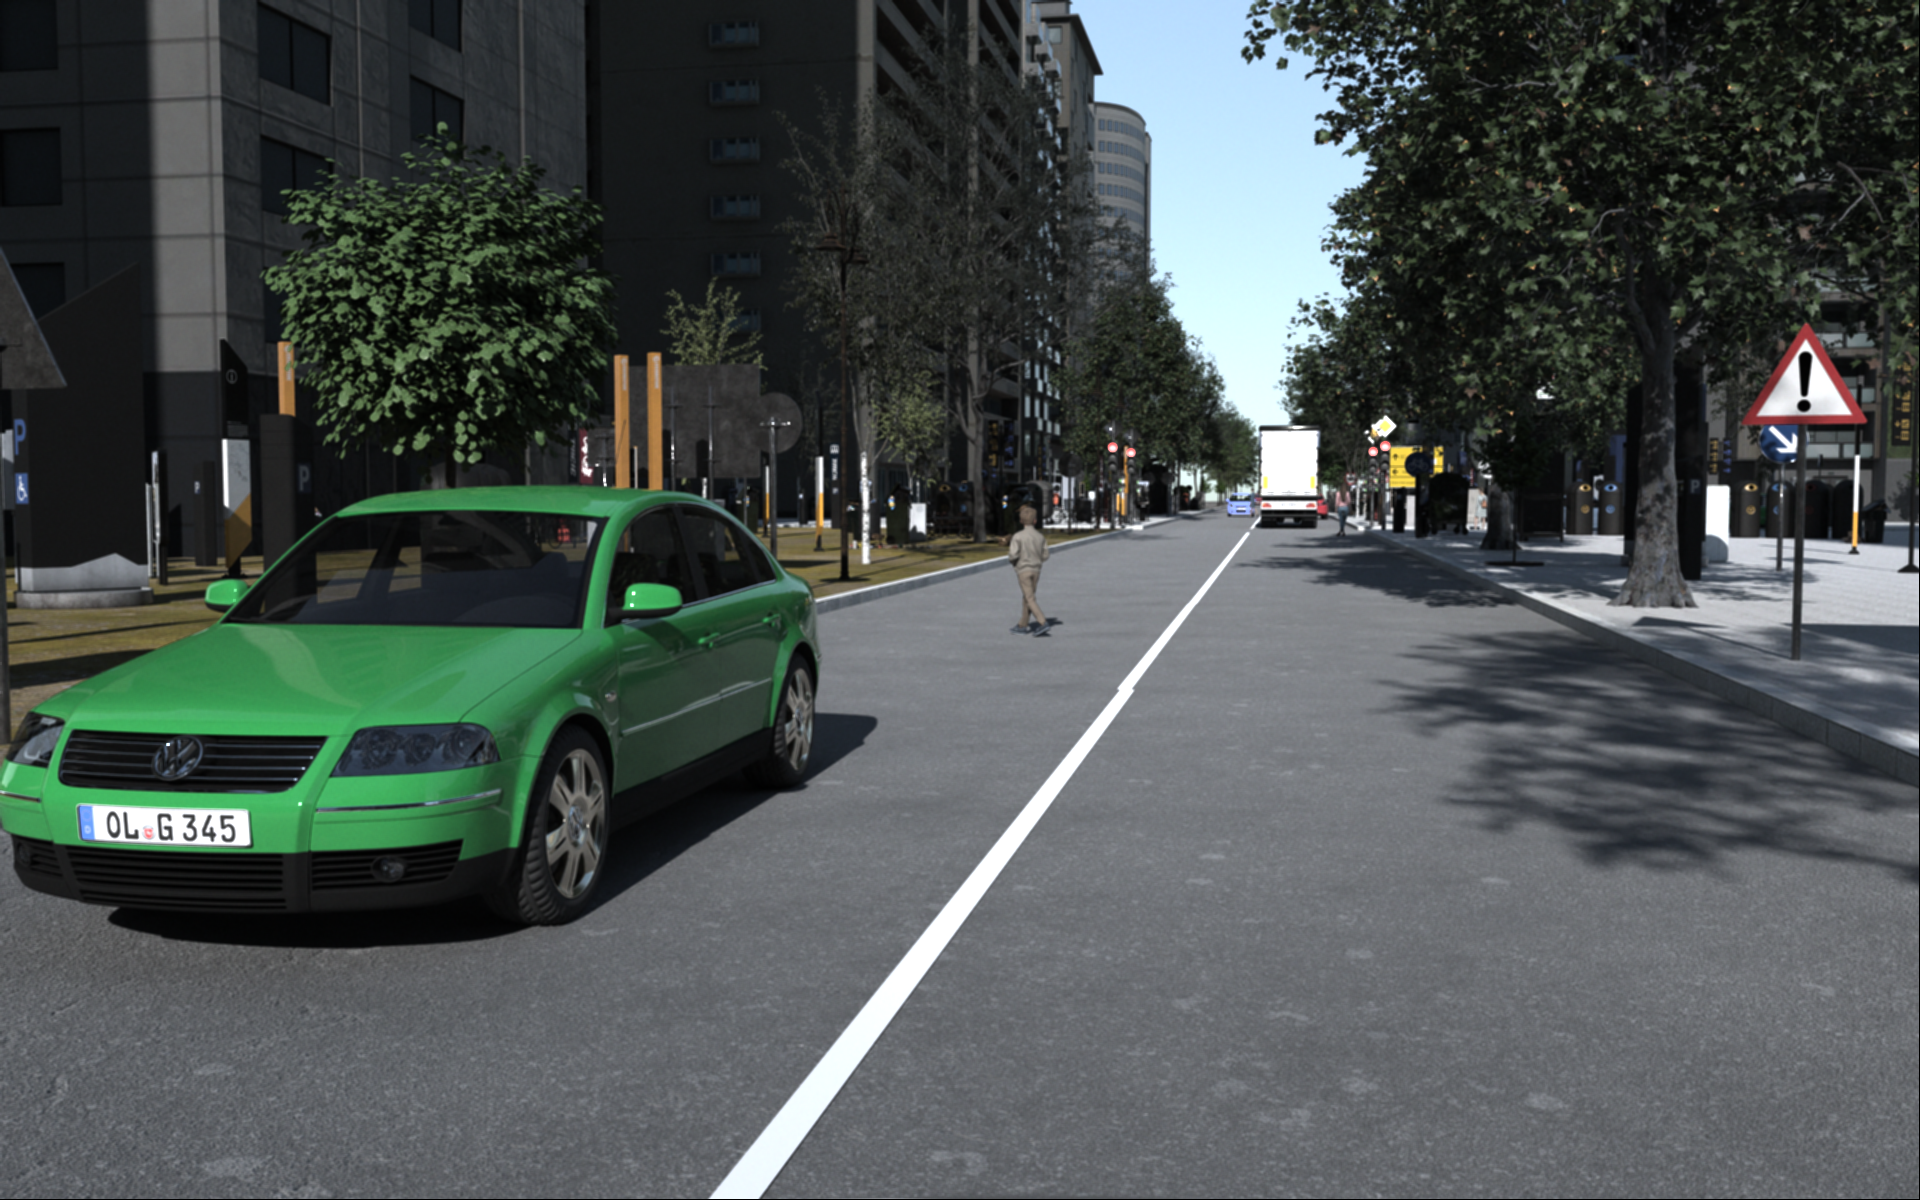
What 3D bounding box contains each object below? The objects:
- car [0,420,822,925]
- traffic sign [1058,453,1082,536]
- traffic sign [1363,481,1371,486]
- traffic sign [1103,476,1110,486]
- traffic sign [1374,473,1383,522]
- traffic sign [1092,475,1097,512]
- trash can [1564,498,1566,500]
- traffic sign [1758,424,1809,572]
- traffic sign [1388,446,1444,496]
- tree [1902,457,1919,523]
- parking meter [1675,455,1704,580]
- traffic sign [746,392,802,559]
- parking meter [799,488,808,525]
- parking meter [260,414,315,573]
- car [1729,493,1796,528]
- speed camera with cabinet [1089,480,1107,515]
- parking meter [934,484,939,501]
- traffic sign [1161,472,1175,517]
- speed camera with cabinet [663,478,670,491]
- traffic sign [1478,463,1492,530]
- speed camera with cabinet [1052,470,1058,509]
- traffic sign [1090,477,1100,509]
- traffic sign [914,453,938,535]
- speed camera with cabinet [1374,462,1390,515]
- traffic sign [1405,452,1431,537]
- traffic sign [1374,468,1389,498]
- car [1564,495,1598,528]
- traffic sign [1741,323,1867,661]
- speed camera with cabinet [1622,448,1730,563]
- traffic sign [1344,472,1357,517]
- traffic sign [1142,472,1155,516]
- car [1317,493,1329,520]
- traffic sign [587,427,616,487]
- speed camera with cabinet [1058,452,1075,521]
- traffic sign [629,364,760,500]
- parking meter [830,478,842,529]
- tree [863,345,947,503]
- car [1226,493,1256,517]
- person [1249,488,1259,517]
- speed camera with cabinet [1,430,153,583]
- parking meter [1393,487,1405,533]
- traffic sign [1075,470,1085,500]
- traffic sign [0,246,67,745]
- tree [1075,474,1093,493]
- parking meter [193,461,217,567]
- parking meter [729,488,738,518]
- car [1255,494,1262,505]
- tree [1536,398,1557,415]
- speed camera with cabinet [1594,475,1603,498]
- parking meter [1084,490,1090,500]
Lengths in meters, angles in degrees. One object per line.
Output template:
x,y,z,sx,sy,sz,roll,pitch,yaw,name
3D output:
-1.888,0.093,7.277,1.959,1.807,4.718,1,4,10,car
3.385,-3.263,53.456,0.768,2.556,0.104,1,4,13,traffic sign
27.270,-7.075,115.674,0.884,2.594,0.081,1,4,12,traffic sign
9.322,-6.772,111.912,0.795,2.450,0.064,1,4,11,traffic sign
19.495,-4.862,80.675,0.795,2.450,0.064,1,4,16,traffic sign
8.344,-6.463,105.779,0.768,2.556,0.104,1,4,18,traffic sign
38.094,-6.051,110.592,0.748,1.137,0.748,0,3,0,trash can
13.540,-1.740,28.552,0.768,2.556,0.104,1,4,11,traffic sign
19.314,-4.861,73.346,2.265,3.308,0.079,1,4,17,traffic sign
42.662,-4.987,76.135,1.663,3.219,1.824,0,3,0,tree
10.867,-1.234,25.885,0.399,1.863,0.255,-1,4,-22,parking meter
-2.341,-1.321,21.704,0.768,2.556,0.104,1,4,19,traffic sign
-6.604,-3.954,73.059,0.372,1.533,0.369,0,3,0,parking meter
-4.997,-0.441,12.917,0.255,1.863,0.399,0,4,5,parking meter
28.723,-3.329,63.232,4.718,1.807,1.959,1,4,8,car
8.543,-6.918,107.444,0.660,3.252,2.038,1,4,21,speed camera with cabinet
-1.252,-5.574,96.843,0.399,1.863,0.255,1,4,13,parking meter
11.784,-6.005,98.283,0.768,2.556,0.104,1,4,13,traffic sign
-24.282,-9.320,146.712,2.038,3.252,0.660,-3,5,-45,speed camera with cabinet
17.810,-3.559,58.303,0.768,2.556,0.104,1,4,16,traffic sign
7.093,-8.885,139.603,2.038,3.252,0.660,-1,4,-21,speed camera with cabinet
8.117,-6.228,103.952,0.606,2.300,0.079,1,4,18,traffic sign
-1.058,-3.270,53.570,0.768,2.556,0.104,1,4,12,traffic sign
26.268,-6.869,106.643,0.660,3.252,2.038,-2,4,-27,speed camera with cabinet
13.775,-3.184,52.169,0.768,2.556,0.104,1,4,14,traffic sign
19.055,-4.804,78.550,0.884,2.594,0.081,1,4,13,traffic sign
23.495,-3.244,65.045,4.499,1.417,2.014,1,4,10,car
6.451,-0.813,13.294,0.884,2.594,0.081,1,4,14,traffic sign
13.385,-2.325,32.347,2.038,3.252,0.660,-1,4,-20,speed camera with cabinet
22.262,-6.032,98.724,0.768,2.556,0.104,1,4,15,traffic sign
10.931,-6.138,100.458,0.768,2.556,0.104,1,4,20,traffic sign
20.026,-5.497,98.910,2.155,1.783,4.494,1,4,9,car
-5.394,-1.481,26.345,0.606,2.300,0.079,1,4,15,traffic sign
5.119,-5.360,81.968,0.660,3.252,2.038,0,4,5,speed camera with cabinet
-4.224,-2.046,27.320,2.265,3.308,0.079,1,4,15,traffic sign
-4.536,-3.535,63.508,0.399,1.863,0.255,1,4,17,parking meter
-2.502,-8.230,84.924,4.737,8.622,4.395,0,3,0,tree
17.955,-6.183,110.678,1.945,1.707,3.694,1,4,9,car
18.036,-5.989,106.449,0.654,1.822,0.581,3,5,41,person
-13.123,-1.913,25.606,0.660,3.252,2.038,3,5,43,speed camera with cabinet
14.587,-3.006,57.564,0.372,1.533,0.369,0,3,0,parking meter
5.654,-5.113,83.706,0.768,2.556,0.104,1,4,12,traffic sign
-4.899,-0.538,8.803,0.884,2.594,0.081,1,4,19,traffic sign
9.729,-8.654,136.102,1.663,3.219,1.824,0,3,0,tree
-13.399,-1.530,30.726,0.399,1.863,0.255,3,5,43,parking meter
-9.649,-3.996,73.744,0.372,1.533,0.369,0,3,0,parking meter
34.365,-11.678,199.974,2.155,1.783,4.494,1,4,10,car
23.176,-7.391,71.205,4.360,8.622,3.978,0,3,0,tree
30.682,-5.504,84.322,0.660,3.252,2.038,-3,4,-37,speed camera with cabinet
8.016,-6.159,109.104,0.372,1.533,0.369,0,3,0,parking meter
